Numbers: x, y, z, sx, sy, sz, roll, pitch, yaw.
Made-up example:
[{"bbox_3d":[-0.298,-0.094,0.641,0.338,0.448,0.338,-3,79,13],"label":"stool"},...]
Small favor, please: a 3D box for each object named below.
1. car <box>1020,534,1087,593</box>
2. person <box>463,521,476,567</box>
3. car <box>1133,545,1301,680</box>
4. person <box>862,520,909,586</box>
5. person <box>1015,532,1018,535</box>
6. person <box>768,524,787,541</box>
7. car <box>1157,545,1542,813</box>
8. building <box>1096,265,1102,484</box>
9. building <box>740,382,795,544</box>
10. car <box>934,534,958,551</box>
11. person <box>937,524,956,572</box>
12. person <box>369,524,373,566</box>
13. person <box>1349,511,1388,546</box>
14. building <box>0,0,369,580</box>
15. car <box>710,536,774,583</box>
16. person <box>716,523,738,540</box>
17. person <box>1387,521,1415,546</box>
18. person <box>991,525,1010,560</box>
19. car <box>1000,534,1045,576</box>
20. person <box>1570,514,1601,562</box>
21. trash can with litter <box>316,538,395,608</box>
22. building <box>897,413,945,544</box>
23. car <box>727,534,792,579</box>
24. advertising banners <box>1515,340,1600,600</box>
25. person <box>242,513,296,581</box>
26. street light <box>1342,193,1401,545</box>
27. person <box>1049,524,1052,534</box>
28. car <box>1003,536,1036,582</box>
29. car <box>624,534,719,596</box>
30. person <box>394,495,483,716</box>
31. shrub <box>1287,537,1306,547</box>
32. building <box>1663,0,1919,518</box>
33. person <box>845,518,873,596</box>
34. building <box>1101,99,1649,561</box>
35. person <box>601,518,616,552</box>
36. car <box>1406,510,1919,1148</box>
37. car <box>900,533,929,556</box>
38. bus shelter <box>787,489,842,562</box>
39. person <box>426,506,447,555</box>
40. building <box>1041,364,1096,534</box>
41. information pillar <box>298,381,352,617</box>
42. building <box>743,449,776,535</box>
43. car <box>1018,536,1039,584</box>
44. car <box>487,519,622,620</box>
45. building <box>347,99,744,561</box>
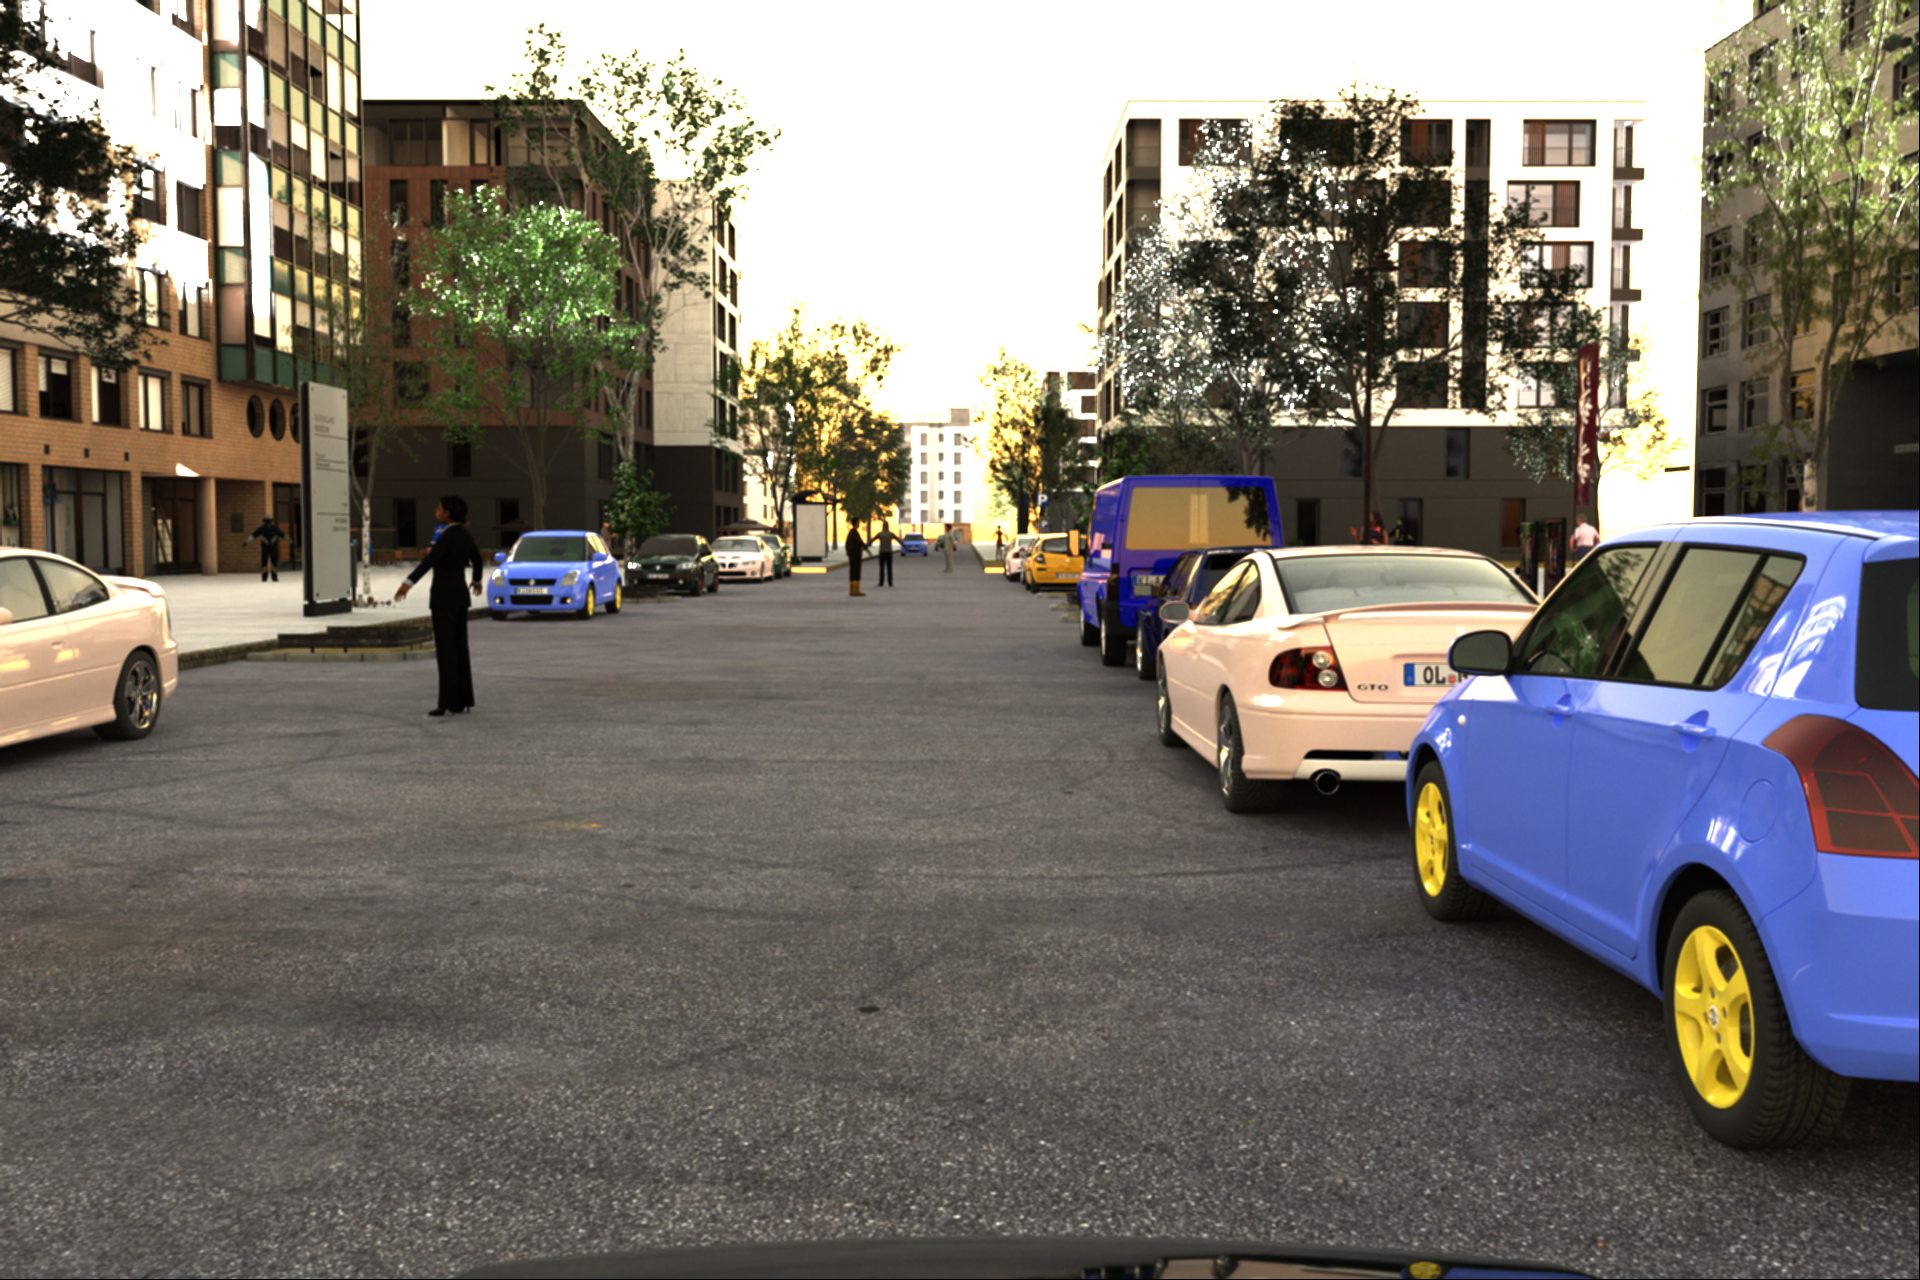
[{"bbox_3d":[2.535,-2.019,43.227,2.015,1.641,3.980,0,4,-1],"label":"car"},{"bbox_3d":[-19.041,-3.711,66.895,0.704,1.802,1.346,0,4,7],"label":"person"},{"bbox_3d":[2.605,-0.201,15.866,1.945,1.354,3.894,0,4,0],"label":"car"},{"bbox_3d":[-2.041,-2.378,47.467,1.348,1.813,0.705,-1,4,-9],"label":"person"},{"bbox_3d":[3.652,-5.806,100.701,1.354,1.858,0.705,-2,4,-30],"label":"person"},{"bbox_3d":[-9.648,-5.128,90.120,1.348,1.796,0.705,0,4,4],"label":"person"},{"bbox_3d":[2.284,0.128,10.272,2.083,1.381,4.827,0,3,0],"label":"car"},{"bbox_3d":[24.665,-18.048,139.064,27.936,21.610,32.646,0,3,0],"label":"building"},{"bbox_3d":[-26.970,-22.019,216.436,16.016,20.090,11.380,0,4,1],"label":"building"},{"bbox_3d":[-1.221,-8.379,148.793,2.131,1.459,4.920,0,3,0],"label":"car"},{"bbox_3d":[-0.464,-3.461,65.238,0.705,1.806,1.347,-2,4,-30],"label":"person"},{"bbox_3d":[-23.551,-3.835,68.830,0.704,1.817,1.347,-2,4,-23],"label":"person"},{"bbox_3d":[6.472,-1.218,27.430,0.593,1.643,0.415,-1,4,-17],"label":"person"},{"bbox_3d":[-32.706,-14.459,42.971,21.656,26.213,47.522,0,4,1],"label":"building"},{"bbox_3d":[-6.658,-2.418,51.899,2.083,1.381,4.827,0,3,0],"label":"car"},{"bbox_3d":[-11.593,-4.926,86.691,1.345,1.843,0.704,-1,4,-19],"label":"person"},{"bbox_3d":[18.810,-4.187,74.231,1.354,1.856,0.705,2,4,31],"label":"person"},{"bbox_3d":[1.994,-4.803,85.336,1.217,1.733,0.721,3,5,43],"label":"person"},{"bbox_3d":[2.443,-2.852,58.431,2.131,1.459,4.920,0,4,-1],"label":"car"},{"bbox_3d":[13.483,-1.865,37.481,0.756,1.711,0.436,0,4,-7],"label":"person"},{"bbox_3d":[-10.741,-1.227,31.114,1.678,1.210,2.233,0,4,-1],"label":"trash can with litter"},{"bbox_3d":[-9.254,-24.700,262.715,11.380,20.090,16.016,0,4,6],"label":"building"},{"bbox_3d":[-6.592,-2.763,56.974,2.131,1.459,4.920,0,3,0],"label":"car"},{"bbox_3d":[5.748,-1.256,16.729,0.090,3.025,2.074,0,4,0],"label":"advertising banners"},{"bbox_3d":[-18.720,-2.511,46.925,1.351,1.845,0.704,-2,4,-27],"label":"person"},{"bbox_3d":[5.646,-3.129,23.940,0.468,5.910,1.993,0,4,0],"label":"street light"},{"bbox_3d":[4.723,-5.208,91.344,0.705,1.806,1.347,1,4,16],"label":"person"},{"bbox_3d":[2.380,-2.514,53.470,2.083,1.381,4.827,0,4,0],"label":"car"},{"bbox_3d":[-6.824,-1.922,41.204,2.009,1.686,4.222,0,4,0],"label":"car"},{"bbox_3d":[-4.115,-0.281,13.779,0.721,1.740,1.216,1,4,14],"label":"person"},{"bbox_3d":[13.918,-3.718,71.902,1.383,1.207,1.383,0,3,0],"label":"shrub"},{"bbox_3d":[28.707,-13.843,44.743,11.959,24.771,22.079,0,4,0],"label":"building"},{"bbox_3d":[-2.397,-1.930,40.147,0.704,1.812,1.346,-2,4,-27],"label":"person"},{"bbox_3d":[21.737,-15.548,98.192,27.936,21.610,32.646,0,4,0],"label":"building"},{"bbox_3d":[-10.478,-2.777,51.970,0.750,1.759,0.617,1,4,17],"label":"person"},{"bbox_3d":[2.585,0.260,5.347,1.945,1.707,3.694,0,4,-1],"label":"car"},{"bbox_3d":[-2.987,-6.310,112.754,1.945,1.707,3.694,0,3,0],"label":"car"},{"bbox_3d":[-6.792,-5.351,81.413,2.014,3.302,5.546,0,4,1],"label":"bus shelter"},{"bbox_3d":[-9.896,-1.656,33.056,0.704,1.831,1.345,0,4,-3],"label":"person"},{"bbox_3d":[24.343,-23.273,224.494,27.936,21.610,32.646,0,4,0],"label":"building"},{"bbox_3d":[-10.078,-2.215,27.528,0.184,3.620,1.656,0,4,0],"label":"information pillar"},{"bbox_3d":[-24.147,-14.843,184.836,9.099,9.664,28.070,0,4,-1],"label":"building"},{"bbox_3d":[2.649,-2.201,47.995,2.014,1.417,4.499,0,4,-1],"label":"car"},{"bbox_3d":[-7.009,-1.254,30.091,1.945,1.707,3.694,0,4,0],"label":"car"},{"bbox_3d":[-28.269,-15.538,98.021,27.936,21.610,32.646,0,3,0],"label":"building"}]
